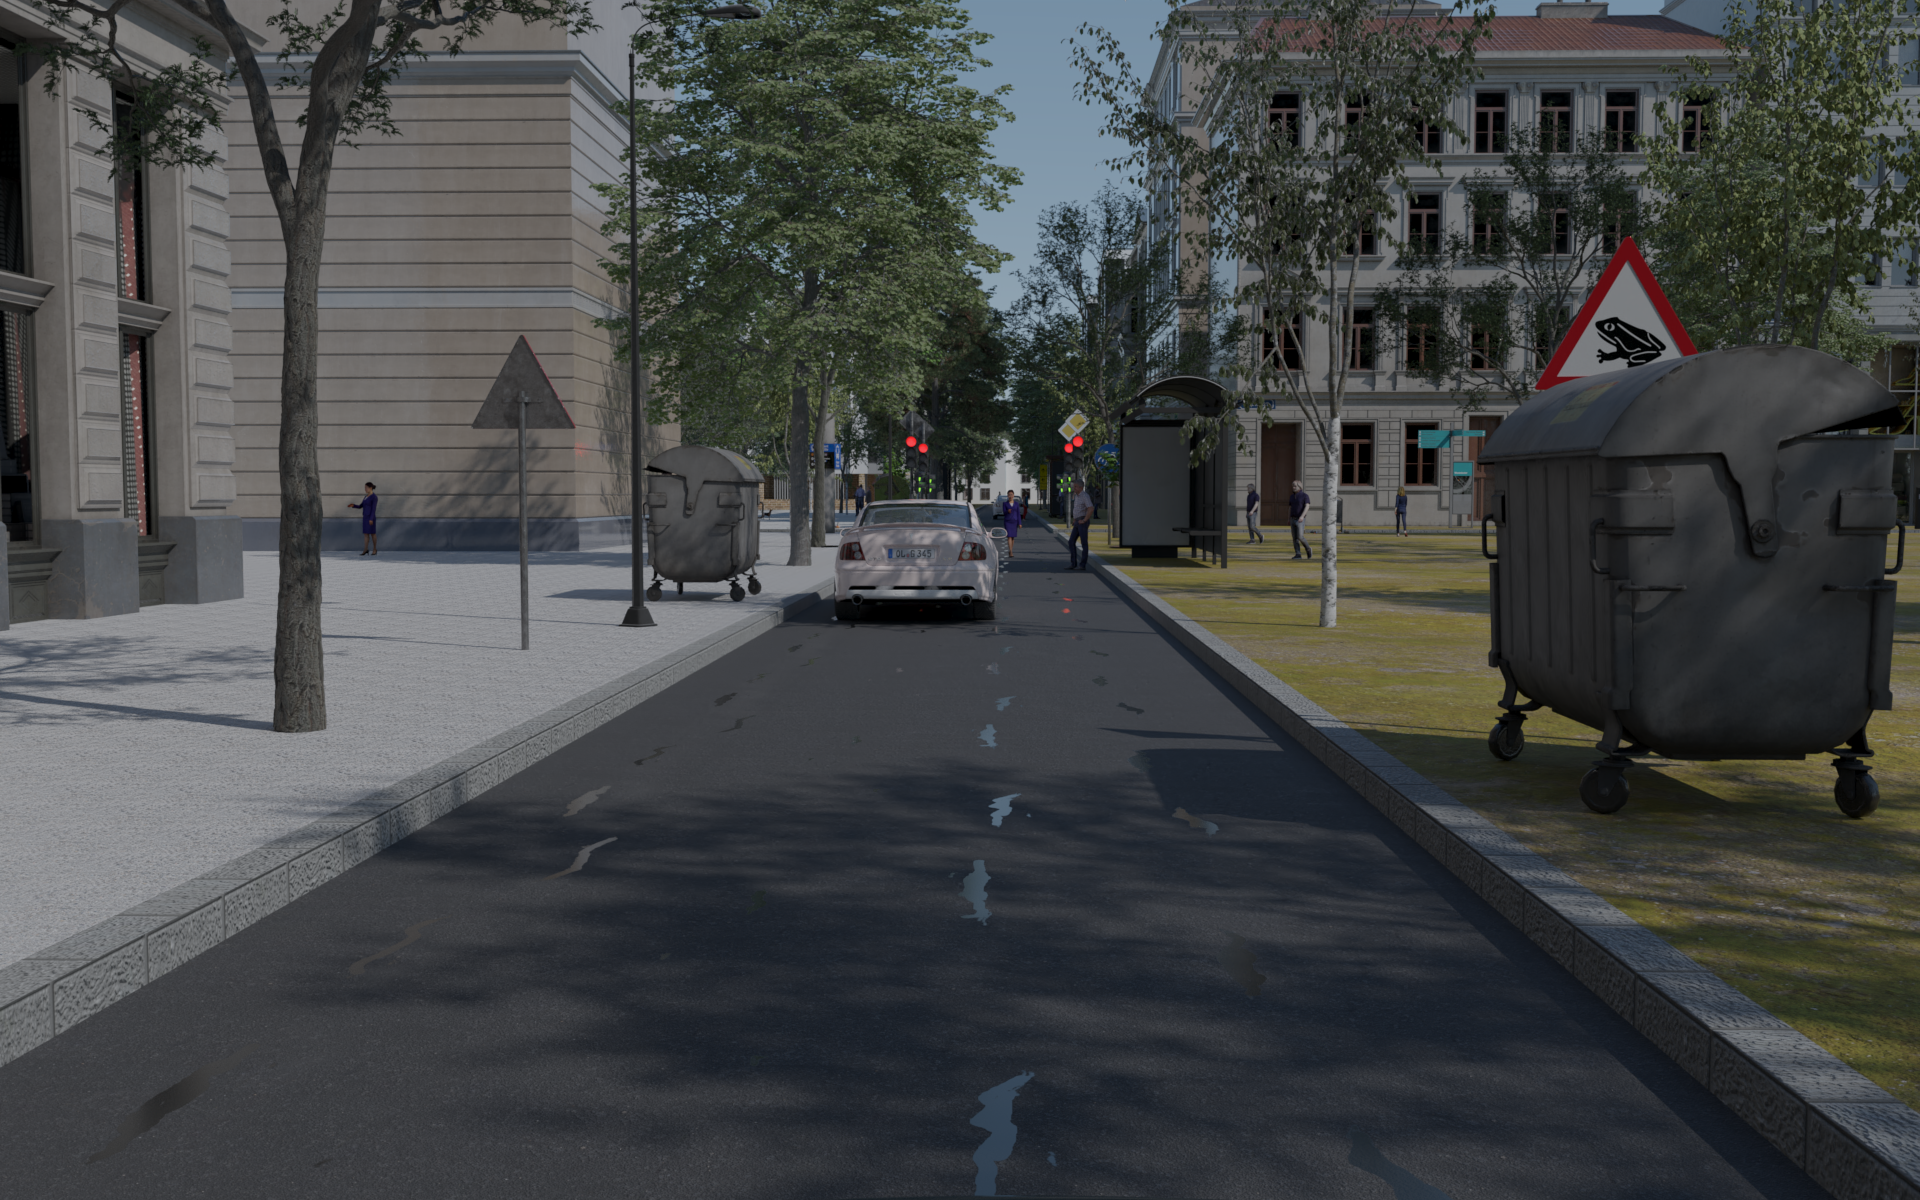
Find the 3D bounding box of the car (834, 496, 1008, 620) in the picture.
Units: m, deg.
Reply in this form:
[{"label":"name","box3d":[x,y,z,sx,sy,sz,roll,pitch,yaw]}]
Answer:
[{"label":"car","box3d":[-0.469,-0.534,21.095,2.083,1.381,4.827,0,4,1]}]

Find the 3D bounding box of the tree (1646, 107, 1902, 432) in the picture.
[{"label":"tree","box3d":[23.351,-8.120,50.889,7.486,12.596,7.792,0,3,0]}]

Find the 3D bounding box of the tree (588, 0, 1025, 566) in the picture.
[{"label":"tree","box3d":[-2.439,-6.881,30.626,7.486,12.596,7.792,0,3,0]}]

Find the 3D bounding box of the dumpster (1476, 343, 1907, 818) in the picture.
[{"label":"dumpster","box3d":[3.117,-0.111,7.570,1.264,1.857,1.865,0,4,2]}]

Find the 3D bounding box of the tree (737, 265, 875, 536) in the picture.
[{"label":"tree","box3d":[-5.144,-6.266,52.815,4.737,8.622,4.395,0,3,0]}]

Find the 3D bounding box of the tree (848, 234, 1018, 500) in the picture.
[{"label":"tree","box3d":[-1.024,-10.509,79.252,7.806,13.903,7.818,0,3,0]}]

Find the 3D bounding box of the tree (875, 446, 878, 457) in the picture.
[{"label":"tree","box3d":[-6.752,-9.560,106.669,4.737,8.622,4.395,0,3,0]}]

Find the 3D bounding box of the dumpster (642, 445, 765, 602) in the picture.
[{"label":"dumpster","box3d":[-3.142,-0.950,21.289,1.264,1.857,1.865,0,4,2]}]

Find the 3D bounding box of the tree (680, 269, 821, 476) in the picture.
[{"label":"tree","box3d":[-11.718,-11.439,93.683,9.857,13.997,8.962,0,3,0]}]

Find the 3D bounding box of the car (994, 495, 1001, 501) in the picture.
[{"label":"car","box3d":[4.083,-8.902,158.123,1.945,1.354,3.894,0,4,1]}]

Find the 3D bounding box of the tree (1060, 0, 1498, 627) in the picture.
[{"label":"tree","box3d":[3.408,-4.056,16.673,4.360,8.622,3.978,0,3,0]}]

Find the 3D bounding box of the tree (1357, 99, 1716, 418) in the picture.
[{"label":"tree","box3d":[13.766,-6.586,42.088,8.767,10.594,7.601,1,4,22]}]

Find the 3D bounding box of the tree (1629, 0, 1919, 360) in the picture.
[{"label":"tree","box3d":[9.305,-4.214,19.259,4.737,8.622,4.395,0,3,0]}]

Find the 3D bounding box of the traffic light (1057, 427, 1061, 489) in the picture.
[{"label":"traffic light","box3d":[4.023,-4.596,64.395,0.839,4.213,0.868,0,4,2]}]

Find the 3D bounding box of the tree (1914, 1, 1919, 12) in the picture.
[{"label":"tree","box3d":[22.389,-10.536,28.149,12.611,20.169,13.585,0,3,0]}]

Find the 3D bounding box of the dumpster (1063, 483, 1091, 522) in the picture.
[{"label":"dumpster","box3d":[5.307,-4.453,78.568,1.264,1.857,1.865,0,4,2]}]

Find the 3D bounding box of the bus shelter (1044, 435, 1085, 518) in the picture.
[{"label":"bus shelter","box3d":[5.812,-7.321,97.325,2.179,5.291,8.768,0,4,2]}]

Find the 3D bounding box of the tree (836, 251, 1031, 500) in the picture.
[{"label":"tree","box3d":[-1.234,-11.228,90.233,9.857,13.997,8.962,0,3,0]}]

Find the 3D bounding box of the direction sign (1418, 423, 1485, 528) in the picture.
[{"label":"direction sign","box3d":[18.378,-4.612,64.162,2.525,3.948,1.411,0,4,-3]}]

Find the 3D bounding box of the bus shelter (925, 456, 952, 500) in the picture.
[{"label":"bus shelter","box3d":[-1.110,-6.999,105.721,1.731,3.624,6.357,0,4,2]}]

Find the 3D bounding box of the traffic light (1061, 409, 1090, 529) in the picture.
[{"label":"traffic light","box3d":[3.806,-4.108,56.413,0.839,4.213,0.868,0,4,2]}]

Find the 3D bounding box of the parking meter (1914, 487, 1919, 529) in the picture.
[{"label":"parking meter","box3d":[35.163,-3.362,63.377,0.372,1.533,0.369,0,3,0]}]

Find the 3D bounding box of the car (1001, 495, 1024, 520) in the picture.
[{"label":"car","box3d":[2.800,-5.294,98.915,2.083,1.381,4.827,0,4,1]}]

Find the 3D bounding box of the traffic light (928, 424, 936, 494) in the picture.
[{"label":"traffic light","box3d":[-1.337,-4.604,64.525,0.839,4.213,0.868,0,4,2]}]

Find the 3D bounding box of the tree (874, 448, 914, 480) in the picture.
[{"label":"tree","box3d":[-2.878,-4.716,71.716,1.663,3.219,1.824,0,3,0]}]

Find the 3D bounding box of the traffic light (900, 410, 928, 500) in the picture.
[{"label":"traffic light","box3d":[-1.554,-4.116,56.542,0.839,4.213,0.868,0,4,2]}]

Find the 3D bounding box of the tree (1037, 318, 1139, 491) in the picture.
[{"label":"tree","box3d":[5.340,-7.414,71.582,4.737,8.622,4.395,0,3,0]}]

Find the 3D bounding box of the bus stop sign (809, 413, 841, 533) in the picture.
[{"label":"bus stop sign","box3d":[-4.401,-4.133,56.589,0.837,3.901,0.837,1,4,10]}]

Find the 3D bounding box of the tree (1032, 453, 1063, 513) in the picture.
[{"label":"tree","box3d":[6.327,-8.294,119.322,4.285,4.588,4.351,0,3,0]}]

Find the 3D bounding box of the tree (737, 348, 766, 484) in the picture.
[{"label":"tree","box3d":[-10.879,-7.993,81.054,4.360,8.622,3.978,0,3,0]}]

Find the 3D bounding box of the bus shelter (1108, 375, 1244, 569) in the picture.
[{"label":"bus shelter","box3d":[3.907,-2.341,32.197,2.014,3.302,5.546,0,4,2]}]

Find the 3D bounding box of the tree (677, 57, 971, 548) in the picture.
[{"label":"tree","box3d":[-3.285,-7.069,41.330,9.928,11.665,9.643,0,3,0]}]

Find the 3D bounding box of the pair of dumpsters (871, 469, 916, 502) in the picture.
[{"label":"pair of dumpsters","box3d":[-2.557,-3.908,66.392,1.574,2.255,4.436,0,4,1]}]

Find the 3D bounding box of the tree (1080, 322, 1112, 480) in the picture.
[{"label":"tree","box3d":[6.007,-11.673,108.975,7.486,12.596,7.792,0,3,0]}]

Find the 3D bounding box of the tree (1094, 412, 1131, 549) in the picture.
[{"label":"tree","box3d":[3.925,-2.837,40.984,1.663,3.219,1.824,0,3,0]}]

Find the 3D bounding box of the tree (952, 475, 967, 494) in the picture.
[{"label":"tree","box3d":[-0.004,-10.813,171.399,1.663,3.219,1.824,0,3,0]}]

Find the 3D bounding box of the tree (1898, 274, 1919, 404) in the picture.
[{"label":"tree","box3d":[26.045,-5.700,43.553,4.360,8.622,3.978,0,3,0]}]

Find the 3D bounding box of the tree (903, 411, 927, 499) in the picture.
[{"label":"tree","box3d":[-3.165,-11.221,133.826,4.360,8.622,3.978,0,3,0]}]

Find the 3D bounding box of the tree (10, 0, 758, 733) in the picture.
[{"label":"tree","box3d":[-3.604,-4.548,8.765,8.767,10.594,7.601,0,4,-2]}]
